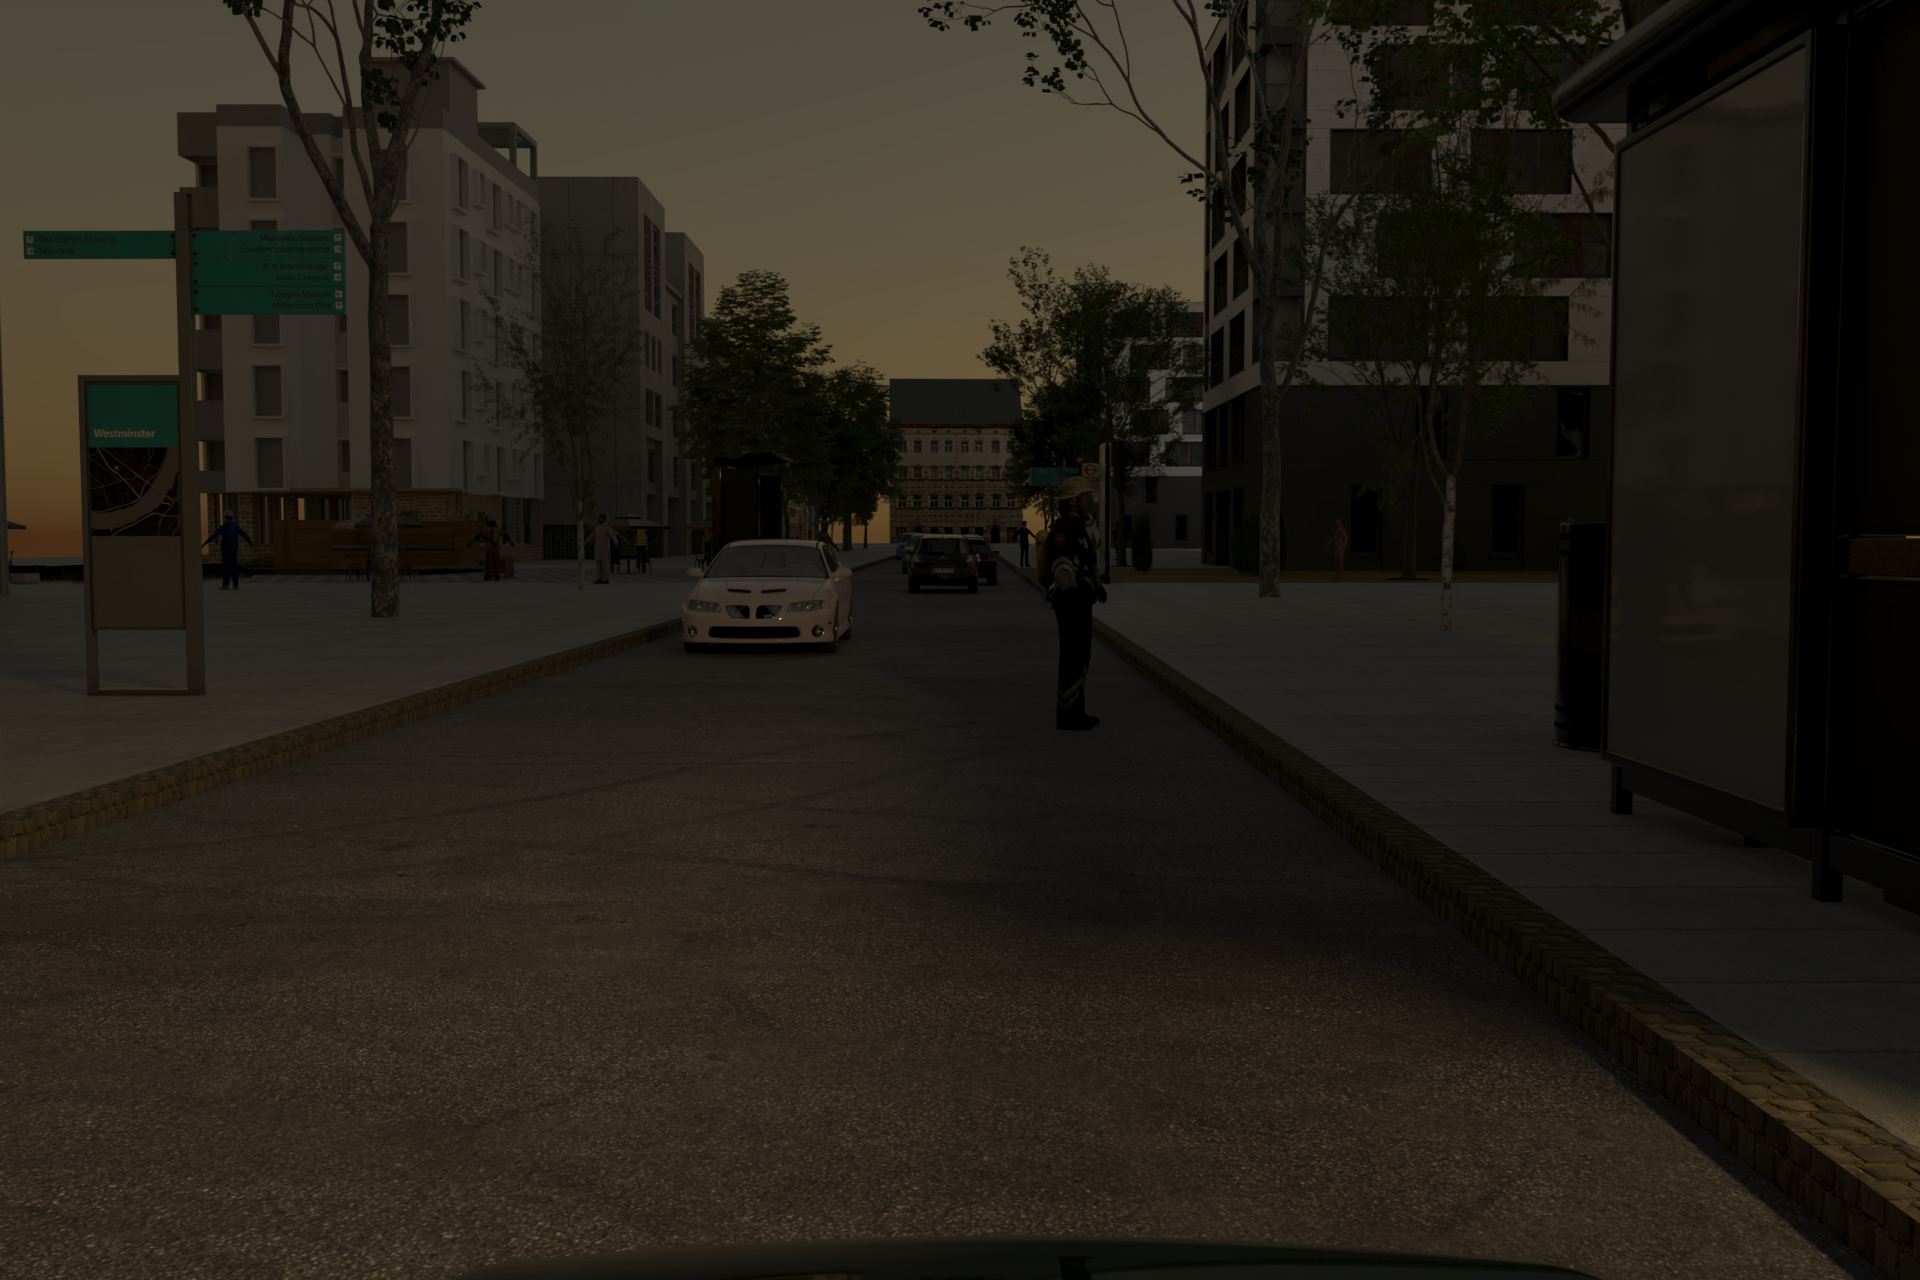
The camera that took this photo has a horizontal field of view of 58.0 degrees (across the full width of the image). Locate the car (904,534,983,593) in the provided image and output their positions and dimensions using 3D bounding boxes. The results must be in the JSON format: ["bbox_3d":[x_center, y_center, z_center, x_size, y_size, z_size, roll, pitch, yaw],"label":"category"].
[{"bbox_3d":[-0.411,-2.046,43.234,2.009,1.686,4.222,0,4,0],"label":"car"}]

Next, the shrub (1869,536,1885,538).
[{"bbox_3d":[29.051,-3.157,56.036,1.690,2.028,1.600,0,3,0],"label":"shrub"}]

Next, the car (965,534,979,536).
[{"bbox_3d":[0.492,-5.431,100.796,2.014,1.417,4.499,0,4,0],"label":"car"}]

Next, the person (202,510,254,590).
[{"bbox_3d":[-16.898,-2.088,40.023,0.705,1.842,1.347,3,4,36],"label":"person"}]

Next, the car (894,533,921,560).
[{"bbox_3d":[-2.660,-5.302,96.272,1.945,1.707,3.694,0,4,0],"label":"car"}]

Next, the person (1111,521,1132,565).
[{"bbox_3d":[6.697,-4.055,72.439,1.345,1.843,0.704,0,4,7],"label":"person"}]

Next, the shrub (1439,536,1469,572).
[{"bbox_3d":[16.691,-2.899,58.514,1.383,1.207,1.383,0,3,0],"label":"shrub"}]

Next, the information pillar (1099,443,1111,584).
[{"bbox_3d":[3.791,-3.301,45.289,0.184,3.620,1.656,0,4,0],"label":"information pillar"}]

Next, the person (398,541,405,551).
[{"bbox_3d":[-16.430,-2.481,49.831,0.991,1.433,0.599,-3,5,-39],"label":"person"}]

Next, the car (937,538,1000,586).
[{"bbox_3d":[0.180,-2.259,49.522,1.945,1.354,3.894,0,3,0],"label":"car"}]

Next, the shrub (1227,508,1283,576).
[{"bbox_3d":[9.089,-3.013,53.300,1.661,2.075,1.752,0,3,0],"label":"shrub"}]

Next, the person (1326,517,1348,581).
[{"bbox_3d":[10.251,-2.465,47.111,0.721,1.733,1.217,-1,4,-12],"label":"person"}]

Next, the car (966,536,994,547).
[{"bbox_3d":[0.342,-3.576,70.828,2.083,1.381,4.827,0,4,1],"label":"car"}]

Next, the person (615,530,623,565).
[{"bbox_3d":[-14.284,-4.068,72.447,0.705,1.837,1.347,-1,4,-18],"label":"person"}]

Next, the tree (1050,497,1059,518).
[{"bbox_3d":[16.067,-19.678,239.863,7.486,12.596,7.792,0,3,0],"label":"tree"}]

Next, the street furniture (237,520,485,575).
[{"bbox_3d":[-19.837,-3.138,58.154,11.010,1.723,9.812,0,4,6],"label":"street furniture"}]

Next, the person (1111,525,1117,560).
[{"bbox_3d":[7.721,-4.831,85.127,0.704,1.812,1.346,1,4,21],"label":"person"}]

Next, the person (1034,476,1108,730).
[{"bbox_3d":[0.873,-0.278,12.784,0.705,1.856,1.354,1,4,13],"label":"person"}]

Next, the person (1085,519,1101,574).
[{"bbox_3d":[2.925,-2.034,40.026,0.721,1.736,1.217,2,4,34],"label":"person"}]

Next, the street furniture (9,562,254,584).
[{"bbox_3d":[-24.278,-1.889,46.512,10.072,0.657,5.734,-2,4,-27],"label":"street furniture"}]

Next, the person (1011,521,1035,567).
[{"bbox_3d":[2.538,-3.762,67.699,1.347,1.806,0.705,-2,4,-28],"label":"person"}]

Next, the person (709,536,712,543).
[{"bbox_3d":[-10.005,-4.074,72.883,1.348,1.796,0.705,2,4,24],"label":"person"}]

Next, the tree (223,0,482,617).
[{"bbox_3d":[-10.406,-10.420,26.259,12.611,20.169,13.585,0,3,0],"label":"tree"}]

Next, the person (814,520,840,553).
[{"bbox_3d":[-3.771,-2.437,48.430,0.705,1.813,1.348,2,4,26],"label":"person"}]

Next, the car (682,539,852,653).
[{"bbox_3d":[-2.401,-0.611,22.353,2.083,1.381,4.827,0,4,0],"label":"car"}]

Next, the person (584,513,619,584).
[{"bbox_3d":[-9.223,-2.354,44.579,1.344,1.819,0.704,2,4,35],"label":"person"}]

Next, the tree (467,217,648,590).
[{"bbox_3d":[-8.574,-5.480,39.967,4.360,8.622,3.978,0,3,0],"label":"tree"}]

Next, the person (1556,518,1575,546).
[{"bbox_3d":[20.176,-3.132,57.336,0.704,1.817,1.347,-1,4,-10],"label":"person"}]

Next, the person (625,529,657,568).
[{"bbox_3d":[-12.061,-3.612,65.522,1.216,1.772,0.721,-1,4,-13],"label":"person"}]

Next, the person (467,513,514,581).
[{"bbox_3d":[-12.866,-2.558,47.589,1.354,1.858,0.705,-3,4,-36],"label":"person"}]

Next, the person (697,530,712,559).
[{"bbox_3d":[-12.114,-4.727,83.261,1.349,1.833,0.705,-3,5,-42],"label":"person"}]

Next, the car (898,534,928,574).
[{"bbox_3d":[-1.181,-3.189,63.942,2.131,1.459,4.920,0,4,0],"label":"car"}]

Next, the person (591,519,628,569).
[{"bbox_3d":[-12.834,-3.518,63.368,1.347,1.847,0.705,0,4,-5],"label":"person"}]

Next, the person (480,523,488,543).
[{"bbox_3d":[-18.729,-3.785,68.614,0.721,1.740,1.216,-2,4,-35],"label":"person"}]
